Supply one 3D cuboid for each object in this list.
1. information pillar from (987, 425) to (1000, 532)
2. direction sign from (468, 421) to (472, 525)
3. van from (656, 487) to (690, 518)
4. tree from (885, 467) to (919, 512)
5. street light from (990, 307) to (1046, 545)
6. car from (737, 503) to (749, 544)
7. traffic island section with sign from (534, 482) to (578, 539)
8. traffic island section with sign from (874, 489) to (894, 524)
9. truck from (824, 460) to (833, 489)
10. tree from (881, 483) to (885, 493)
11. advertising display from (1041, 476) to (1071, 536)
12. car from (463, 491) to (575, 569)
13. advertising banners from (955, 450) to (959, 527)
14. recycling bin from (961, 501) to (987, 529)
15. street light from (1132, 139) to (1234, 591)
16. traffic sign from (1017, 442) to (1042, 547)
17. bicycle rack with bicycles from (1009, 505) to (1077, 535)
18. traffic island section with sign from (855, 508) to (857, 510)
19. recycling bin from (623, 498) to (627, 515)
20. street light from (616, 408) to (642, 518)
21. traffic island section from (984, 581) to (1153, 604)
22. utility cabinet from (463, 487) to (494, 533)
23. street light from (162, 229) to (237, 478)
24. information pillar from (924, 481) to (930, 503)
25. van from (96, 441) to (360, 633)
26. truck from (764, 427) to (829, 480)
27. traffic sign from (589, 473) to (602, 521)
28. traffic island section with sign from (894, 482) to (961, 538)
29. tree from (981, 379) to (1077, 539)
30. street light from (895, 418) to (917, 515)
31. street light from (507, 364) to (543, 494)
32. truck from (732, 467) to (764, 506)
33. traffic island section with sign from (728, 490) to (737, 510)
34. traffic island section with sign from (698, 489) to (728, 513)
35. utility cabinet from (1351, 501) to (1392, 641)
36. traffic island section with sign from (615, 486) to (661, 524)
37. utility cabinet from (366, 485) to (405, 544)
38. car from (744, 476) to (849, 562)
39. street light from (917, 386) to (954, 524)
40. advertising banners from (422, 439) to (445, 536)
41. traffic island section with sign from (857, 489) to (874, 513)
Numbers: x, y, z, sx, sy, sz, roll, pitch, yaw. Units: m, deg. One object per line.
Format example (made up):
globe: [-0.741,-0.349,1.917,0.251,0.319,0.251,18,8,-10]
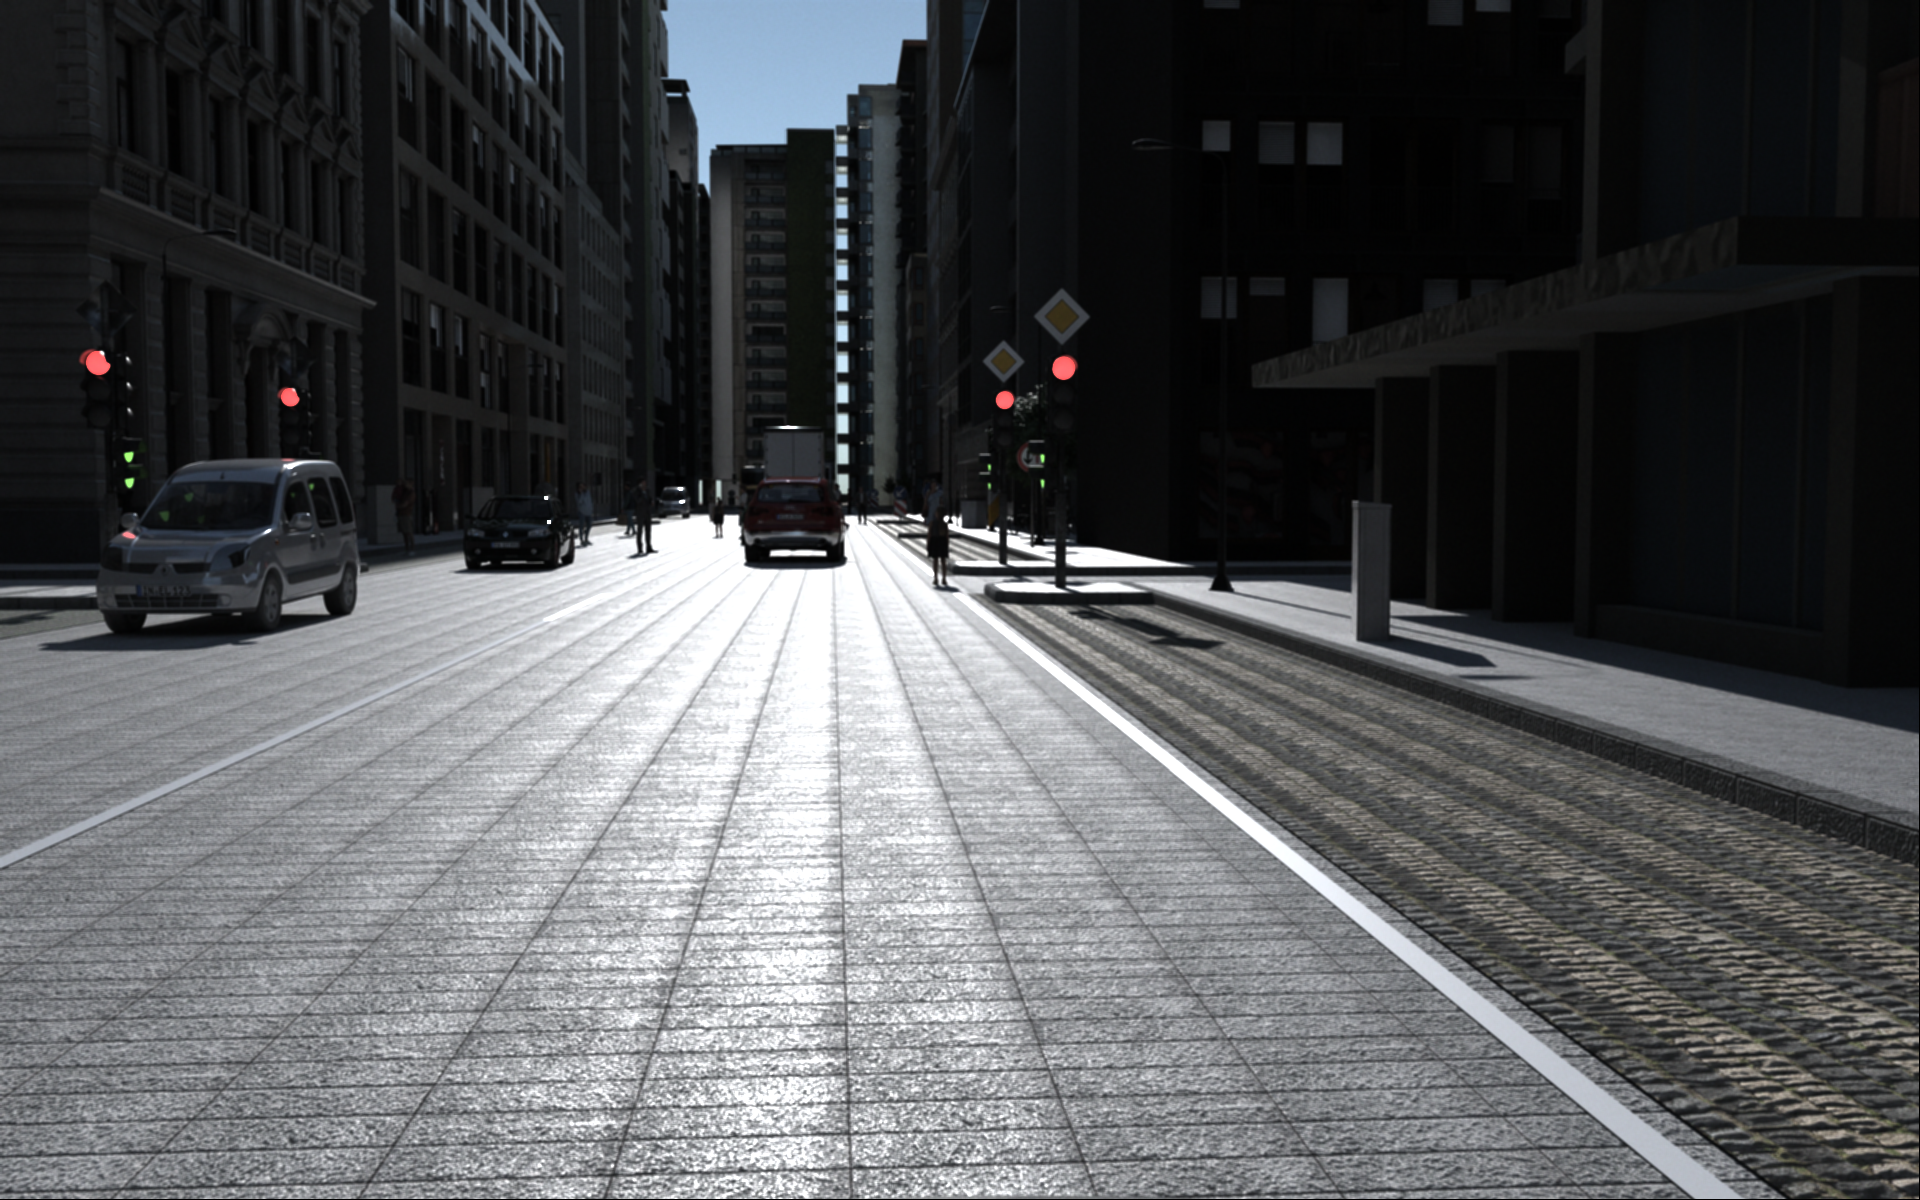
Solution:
information pillar: [1.151,-4.150,59.211,0.504,3.616,0.183,-3,5,-45]
direction sign: [-15.279,-3.796,54.068,0.379,3.537,0.876,-1,4,-20]
van: [-17.023,-5.878,103.118,2.013,2.044,4.112,0,4,-5]
tree: [-3.939,-7.884,123.498,1.663,3.219,1.824,0,3,0]
street light: [1.442,-4.320,43.178,1.470,5.913,1.316,0,4,-4]
car: [-5.527,-2.408,51.164,2.131,1.459,4.920,0,4,-6]
traffic island section with sign: [-13.298,-2.861,55.403,1.989,1.847,2.006,0,4,-4]
traffic island section with sign: [-3.017,-4.583,83.552,1.989,1.847,2.006,0,4,-4]
truck: [-12.071,-9.626,146.293,2.839,4.237,11.283,0,4,-5]
tree: [-6.605,-10.185,161.127,1.663,3.219,1.824,0,3,0]
advertising display: [2.915,-2.945,53.365,0.974,1.923,0.123,1,4,9]
car: [-8.724,-1.508,34.448,2.009,1.686,4.222,0,4,-6]
advertising banners: [-0.119,-4.394,68.035,0.090,3.025,2.074,0,4,-2]
recycling bin: [0.532,-3.196,64.815,0.722,1.027,0.722,3,4,37]
street light: [2.947,-3.080,22.892,1.470,5.913,1.316,0,4,-4]
traffic sign: [1.744,-2.543,41.684,0.768,2.556,0.104,0,4,-1]
bicycle rack with bicycles: [2.815,-2.555,55.157,2.925,0.926,2.852,-2,4,-30]
traffic island section with sign: [-8.715,-9.269,160.169,1.989,1.847,2.006,0,4,-4]
recycling bin: [-20.024,-5.667,105.202,0.722,1.027,0.722,-3,5,-40]
street light: [-17.802,-7.383,93.255,1.470,5.913,1.316,0,4,-4]
traffic island section: [1.403,-0.093,23.807,2.009,0.180,2.903,0,4,-4]
utility cabinet: [-15.820,-2.948,56.884,0.318,1.500,1.173,2,4,24]
street light: [-13.381,-3.544,30.482,1.470,5.913,1.316,0,4,-4]
information pillar: [-1.813,-5.555,95.311,0.304,2.012,0.304,0,4,5]
van: [-8.031,-0.749,19.253,2.013,2.044,4.112,0,4,-3]
truck: [-7.384,-5.472,78.378,2.839,4.237,11.283,0,4,-4]
traffic sign: [-17.432,-4.935,82.811,0.606,2.300,0.079,0,4,3]
traffic island section with sign: [-1.029,-2.932,56.564,1.989,1.847,2.006,0,4,-4]
tree: [2.324,-4.027,49.559,4.285,4.588,4.351,0,3,0]
street light: [-3.248,-8.170,106.122,1.470,5.913,1.316,0,4,-4]
street light: [-15.553,-5.464,61.872,1.470,5.913,1.316,0,4,-4]
truck: [-14.407,-7.894,124.987,3.469,3.379,9.791,0,4,-3]
traffic island section with sign: [-21.092,-9.289,160.497,1.989,1.847,2.006,0,4,-4]
traffic island section with sign: [-19.046,-7.604,132.955,1.989,1.847,2.006,0,4,-4]
utility cabinet: [3.696,-0.269,15.556,0.306,1.237,1.020,1,4,10]
traffic island section with sign: [-15.290,-4.507,82.315,1.989,1.847,2.006,0,4,-4]
utility cabinet: [-14.627,-2.168,44.121,0.318,1.500,1.173,1,4,18]
car: [-3.598,-1.805,38.191,2.281,1.827,5.304,0,4,-2]
street light: [-0.964,-6.239,74.550,1.470,5.913,1.316,0,4,-4]
advertising banners: [-16.496,-3.558,54.367,0.090,3.025,2.074,0,4,2]
traffic island section with sign: [-6.720,-7.624,133.287,1.989,1.847,2.006,0,4,-4]
